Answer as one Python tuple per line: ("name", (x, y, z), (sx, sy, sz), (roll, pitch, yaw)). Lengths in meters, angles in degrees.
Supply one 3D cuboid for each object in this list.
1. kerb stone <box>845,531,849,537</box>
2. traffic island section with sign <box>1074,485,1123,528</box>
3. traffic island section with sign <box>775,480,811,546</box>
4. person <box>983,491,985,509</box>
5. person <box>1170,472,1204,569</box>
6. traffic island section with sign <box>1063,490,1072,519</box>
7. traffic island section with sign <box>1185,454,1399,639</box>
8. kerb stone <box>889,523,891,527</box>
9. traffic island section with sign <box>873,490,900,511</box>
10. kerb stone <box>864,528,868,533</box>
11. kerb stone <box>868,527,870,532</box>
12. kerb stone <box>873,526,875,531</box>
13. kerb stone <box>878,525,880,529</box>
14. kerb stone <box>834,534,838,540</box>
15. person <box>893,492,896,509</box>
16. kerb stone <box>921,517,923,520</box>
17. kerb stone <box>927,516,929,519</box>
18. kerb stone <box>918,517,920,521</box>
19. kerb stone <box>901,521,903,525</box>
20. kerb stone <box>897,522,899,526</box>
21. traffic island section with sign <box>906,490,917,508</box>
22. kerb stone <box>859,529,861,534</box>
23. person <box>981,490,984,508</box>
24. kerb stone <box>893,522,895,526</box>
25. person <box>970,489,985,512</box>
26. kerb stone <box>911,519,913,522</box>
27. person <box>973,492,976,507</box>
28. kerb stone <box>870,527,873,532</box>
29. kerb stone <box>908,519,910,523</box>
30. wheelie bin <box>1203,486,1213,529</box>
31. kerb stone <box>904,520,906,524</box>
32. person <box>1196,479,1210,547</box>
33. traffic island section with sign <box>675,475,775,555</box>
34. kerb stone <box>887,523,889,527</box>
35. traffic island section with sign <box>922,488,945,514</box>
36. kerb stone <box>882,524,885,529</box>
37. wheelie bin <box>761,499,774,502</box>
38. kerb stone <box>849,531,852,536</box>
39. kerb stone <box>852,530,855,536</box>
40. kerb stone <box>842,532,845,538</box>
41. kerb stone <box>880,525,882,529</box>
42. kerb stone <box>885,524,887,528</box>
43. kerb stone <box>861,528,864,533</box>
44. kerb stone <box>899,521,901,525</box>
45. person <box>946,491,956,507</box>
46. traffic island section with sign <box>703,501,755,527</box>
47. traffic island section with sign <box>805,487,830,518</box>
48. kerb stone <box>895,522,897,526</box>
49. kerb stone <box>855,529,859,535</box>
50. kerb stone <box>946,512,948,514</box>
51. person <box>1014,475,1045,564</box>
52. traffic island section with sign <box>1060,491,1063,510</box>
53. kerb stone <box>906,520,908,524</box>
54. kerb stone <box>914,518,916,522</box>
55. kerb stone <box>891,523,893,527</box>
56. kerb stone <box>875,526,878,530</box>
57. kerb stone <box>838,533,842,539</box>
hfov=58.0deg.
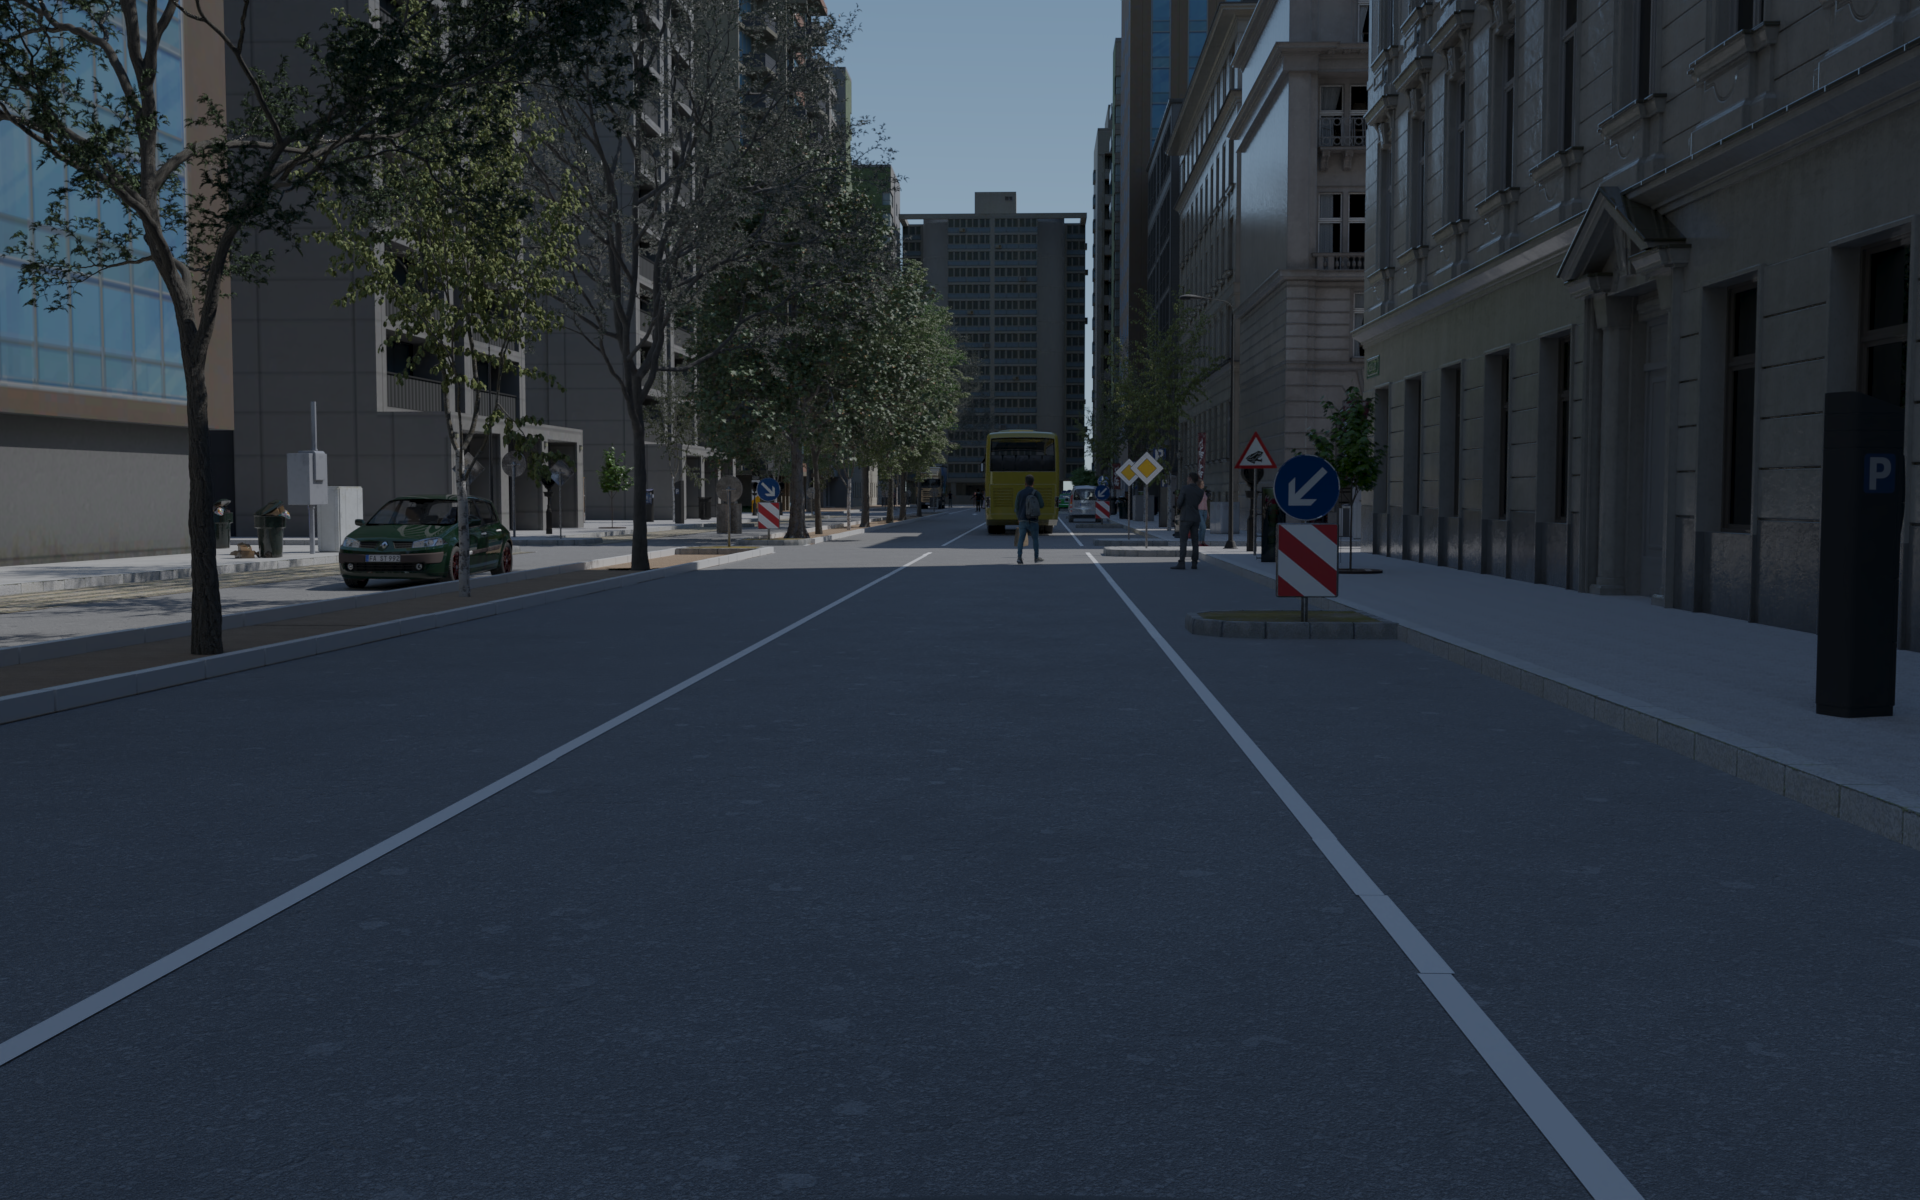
("kerb stone", (-3.882, -2.154, 57.455), (0.120, 0.150, 1.000), (0, 4, 3))
("traffic island section with sign", (5.898, -3.962, 73.402), (1.989, 1.847, 2.006), (0, 4, 3))
("traffic island section with sign", (-5.307, -2.496, 48.947), (2.006, 1.907, 1.989), (0, 4, 3))
("person", (2.402, -9.632, 166.653), (0.621, 1.740, 0.551), (-2, 4, -25))
("person", (4.326, -1.515, 33.077), (0.655, 1.846, 0.447), (-2, 4, -28))
("traffic island section with sign", (7.165, -5.654, 101.067), (1.989, 1.847, 2.006), (0, 4, 3))
("traffic island section with sign", (3.388, -0.577, 18.066), (1.989, 1.847, 2.006), (0, 4, 3))
("kerb stone", (-3.142, -3.160, 73.868), (0.120, 0.150, 1.000), (0, 4, 3))
("traffic island section with sign", (-6.487, -8.721, 151.209), (1.989, 1.847, 2.006), (0, 4, 3))
("kerb stone", (-3.600, -2.534, 63.625), (0.120, 0.150, 1.000), (0, 4, 3))
("kerb stone", (-3.556, -2.596, 64.647), (0.120, 0.150, 1.000), (0, 4, 3))
("kerb stone", (-3.466, -2.722, 66.693), (0.120, 0.150, 1.000), (0, 4, 3))
("kerb stone", (-3.380, -2.847, 68.741), (0.120, 0.150, 1.000), (0, 4, 3))
("kerb stone", (-4.026, -1.967, 54.387), (0.120, 0.150, 1.000), (0, 4, 3))
("person", (-5.881, -8.898, 155.456), (0.593, 1.643, 0.415), (3, 4, 36))
("kerb stone", (-2.249, -4.351, 93.326), (0.120, 0.150, 1.000), (0, 4, 3))
("kerb stone", (-2.021, -4.665, 98.467), (0.120, 0.150, 1.000), (0, 4, 3))
("kerb stone", (-2.344, -4.225, 91.279), (0.120, 0.150, 1.000), (0, 4, 3))
("kerb stone", (-2.870, -3.536, 80.003), (0.120, 0.150, 1.000), (0, 4, 3))
("kerb stone", (-2.948, -3.410, 77.952), (0.120, 0.150, 1.000), (0, 4, 3))
("traffic island section with sign", (-5.272, -10.368, 178.137), (1.989, 1.847, 2.006), (0, 4, 3))
("kerb stone", (-3.702, -2.407, 61.555), (0.120, 0.150, 1.000), (0, 4, 3))
("person", (2.234, -10.060, 172.995), (0.705, 1.821, 1.348), (0, 4, 6))
("kerb stone", (-3.049, -3.283, 75.910), (0.120, 0.150, 1.000), (0, 4, 3))
("person", (1.434, -7.972, 138.476), (1.348, 1.869, 0.705), (-2, 4, -27))
("kerb stone", (-2.582, -3.911, 86.148), (0.120, 0.150, 1.000), (0, 4, 3))
("person", (1.726, -11.191, 192.938), (0.593, 1.643, 0.415), (-1, 4, -9))
("kerb stone", (-3.505, -2.659, 65.670), (0.120, 0.150, 1.000), (0, 4, 3))
("kerb stone", (-2.670, -3.786, 84.096), (0.120, 0.150, 1.000), (0, 4, 3))
("wheelie bin", (8.922, -3.435, 64.063), (0.693, 1.594, 0.980), (-2, 4, -29))
("kerb stone", (-2.769, -3.661, 82.053), (0.120, 0.150, 1.000), (0, 4, 3))
("person", (6.331, -2.261, 45.469), (0.388, 1.821, 0.555), (2, 4, 33))
("traffic island section with sign", (-5.653, -2.043, 41.548), (2.006, 1.907, 1.989), (0, 4, 3))
("kerb stone", (-3.187, -3.090, 72.844), (0.120, 0.150, 1.000), (0, 4, 3))
("traffic island section with sign", (-1.901, -7.087, 124.008), (2.006, 1.907, 1.989), (0, 4, 3))
("kerb stone", (-3.277, -2.972, 70.795), (0.120, 0.150, 1.000), (0, 4, 3))
("wheelie bin", (-11.828, -6.008, 106.135), (0.980, 1.594, 0.693), (2, 4, 24))
("kerb stone", (-3.842, -2.219, 58.481), (0.120, 0.150, 1.000), (0, 4, 3))
("kerb stone", (-3.793, -2.282, 59.508), (0.120, 0.150, 1.000), (0, 4, 3))
("kerb stone", (-3.930, -2.085, 56.434), (0.120, 0.150, 1.000), (0, 4, 3))
("kerb stone", (-3.329, -2.910, 69.767), (0.120, 0.150, 1.000), (0, 4, 3))
("kerb stone", (-3.237, -3.032, 71.823), (0.120, 0.150, 1.000), (0, 4, 3))
("kerb stone", (-3.656, -2.471, 62.589), (0.120, 0.150, 1.000), (0, 4, 3))
("kerb stone", (-2.900, -3.473, 78.973), (0.120, 0.150, 1.000), (0, 4, 3))
("person", (-1.036, -10.890, 186.557), (1.348, 1.822, 0.705), (2, 4, 25))
("traffic island section with sign", (-9.968, -4.063, 75.062), (1.989, 1.847, 2.006), (0, 4, 3))
("traffic island section with sign", (-8.719, -5.719, 102.131), (1.989, 1.847, 2.006), (0, 4, 3))
("kerb stone", (-2.999, -3.348, 76.931), (0.120, 0.150, 1.000), (0, 4, 3))
("kerb stone", (-3.747, -2.342, 60.534), (0.120, 0.150, 1.000), (0, 4, 3))
("kerb stone", (-1.088, -5.918, 118.958), (0.120, 0.150, 1.000), (0, 4, 3))
("person", (1.364, -1.639, 35.291), (0.794, 1.824, 0.713), (3, 4, 36))
("traffic island section with sign", (10.671, -10.377, 178.289), (1.989, 1.847, 2.006), (0, 4, 3))
("kerb stone", (-2.725, -3.721, 83.075), (0.120, 0.150, 1.000), (0, 4, 3))
("kerb stone", (-2.488, -4.037, 88.204), (0.120, 0.150, 1.000), (0, 4, 3))
("kerb stone", (-3.099, -3.222, 74.889), (0.120, 0.150, 1.000), (0, 4, 3))
("kerb stone", (-3.414, -2.781, 67.720), (0.120, 0.150, 1.000), (0, 4, 3))
("kerb stone", (-3.980, -2.032, 55.413), (0.120, 0.150, 1.000), (0, 4, 3))
